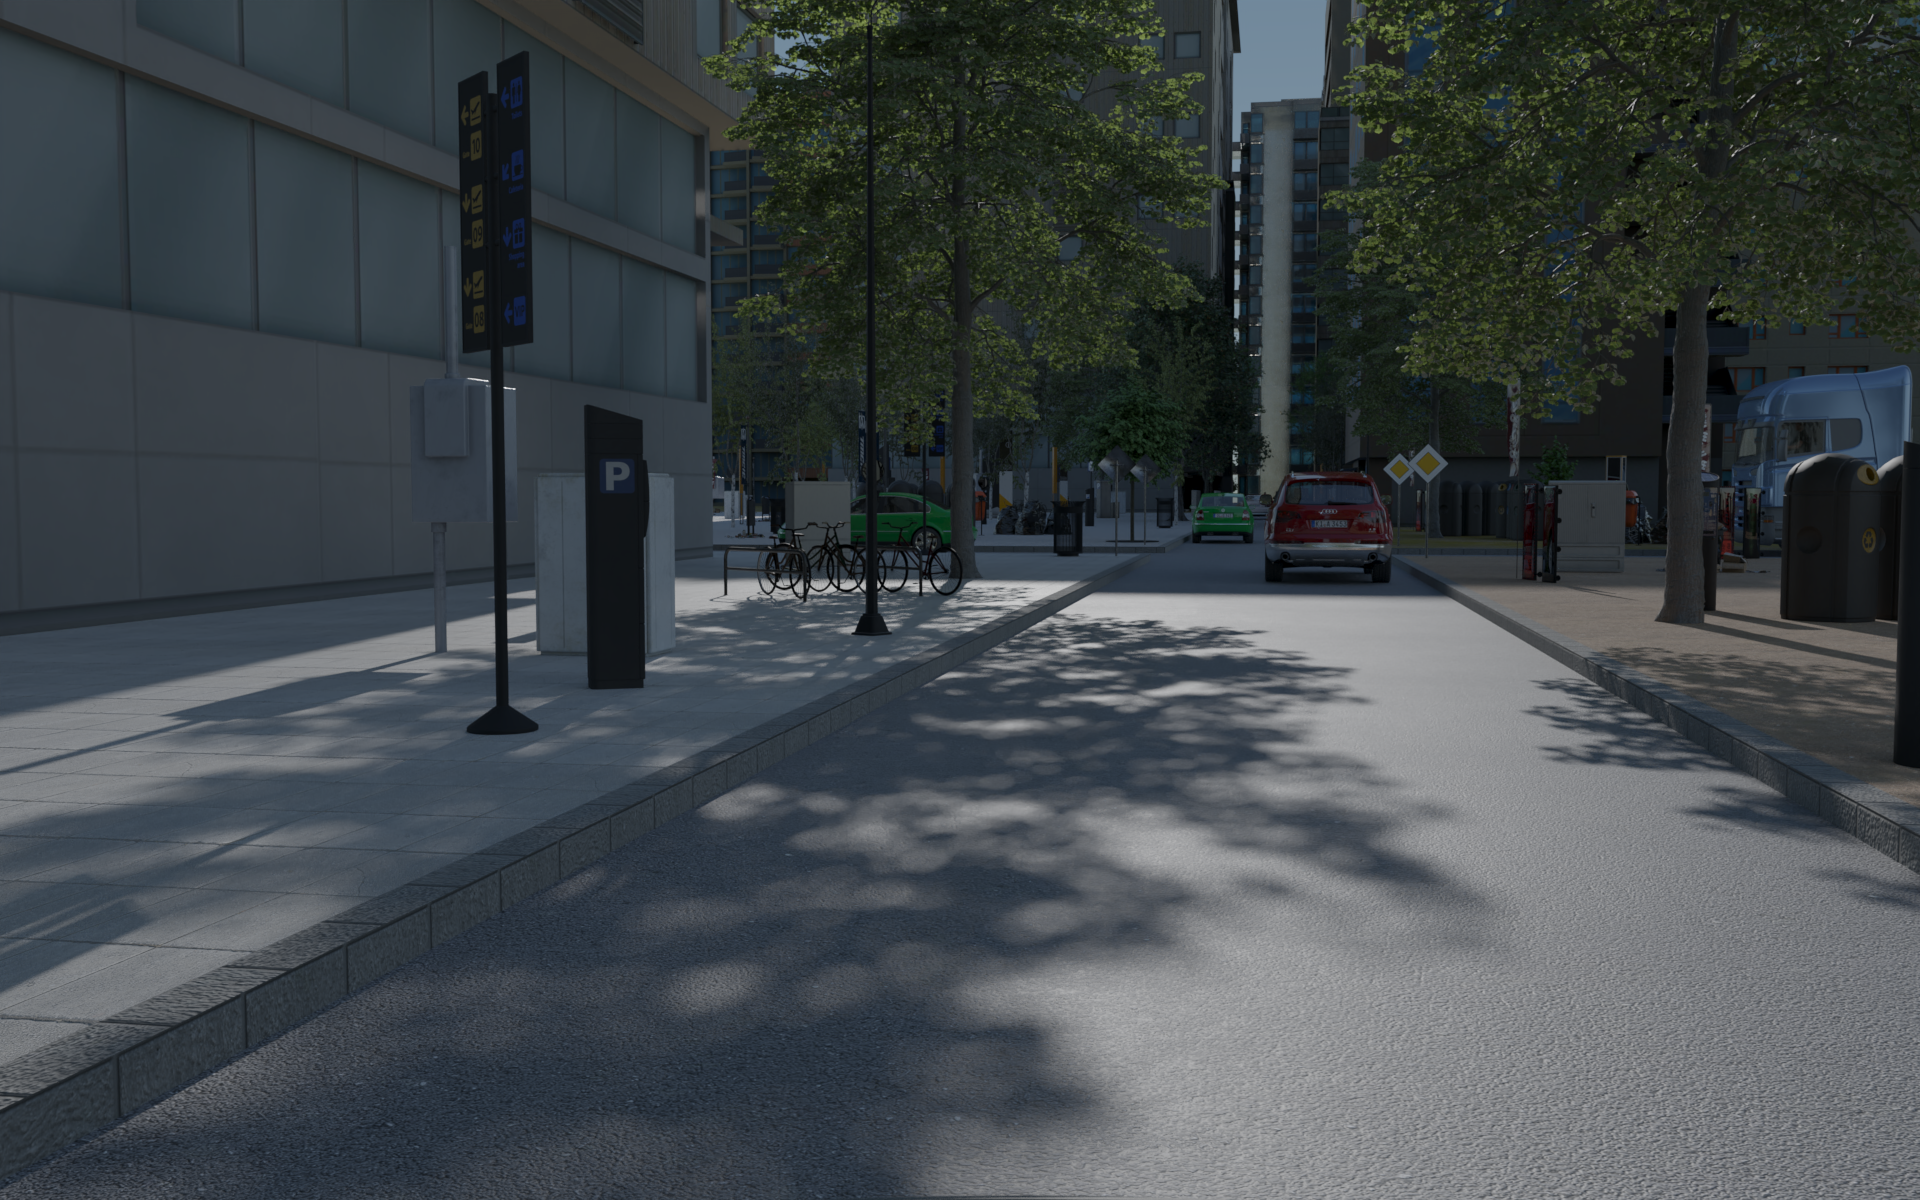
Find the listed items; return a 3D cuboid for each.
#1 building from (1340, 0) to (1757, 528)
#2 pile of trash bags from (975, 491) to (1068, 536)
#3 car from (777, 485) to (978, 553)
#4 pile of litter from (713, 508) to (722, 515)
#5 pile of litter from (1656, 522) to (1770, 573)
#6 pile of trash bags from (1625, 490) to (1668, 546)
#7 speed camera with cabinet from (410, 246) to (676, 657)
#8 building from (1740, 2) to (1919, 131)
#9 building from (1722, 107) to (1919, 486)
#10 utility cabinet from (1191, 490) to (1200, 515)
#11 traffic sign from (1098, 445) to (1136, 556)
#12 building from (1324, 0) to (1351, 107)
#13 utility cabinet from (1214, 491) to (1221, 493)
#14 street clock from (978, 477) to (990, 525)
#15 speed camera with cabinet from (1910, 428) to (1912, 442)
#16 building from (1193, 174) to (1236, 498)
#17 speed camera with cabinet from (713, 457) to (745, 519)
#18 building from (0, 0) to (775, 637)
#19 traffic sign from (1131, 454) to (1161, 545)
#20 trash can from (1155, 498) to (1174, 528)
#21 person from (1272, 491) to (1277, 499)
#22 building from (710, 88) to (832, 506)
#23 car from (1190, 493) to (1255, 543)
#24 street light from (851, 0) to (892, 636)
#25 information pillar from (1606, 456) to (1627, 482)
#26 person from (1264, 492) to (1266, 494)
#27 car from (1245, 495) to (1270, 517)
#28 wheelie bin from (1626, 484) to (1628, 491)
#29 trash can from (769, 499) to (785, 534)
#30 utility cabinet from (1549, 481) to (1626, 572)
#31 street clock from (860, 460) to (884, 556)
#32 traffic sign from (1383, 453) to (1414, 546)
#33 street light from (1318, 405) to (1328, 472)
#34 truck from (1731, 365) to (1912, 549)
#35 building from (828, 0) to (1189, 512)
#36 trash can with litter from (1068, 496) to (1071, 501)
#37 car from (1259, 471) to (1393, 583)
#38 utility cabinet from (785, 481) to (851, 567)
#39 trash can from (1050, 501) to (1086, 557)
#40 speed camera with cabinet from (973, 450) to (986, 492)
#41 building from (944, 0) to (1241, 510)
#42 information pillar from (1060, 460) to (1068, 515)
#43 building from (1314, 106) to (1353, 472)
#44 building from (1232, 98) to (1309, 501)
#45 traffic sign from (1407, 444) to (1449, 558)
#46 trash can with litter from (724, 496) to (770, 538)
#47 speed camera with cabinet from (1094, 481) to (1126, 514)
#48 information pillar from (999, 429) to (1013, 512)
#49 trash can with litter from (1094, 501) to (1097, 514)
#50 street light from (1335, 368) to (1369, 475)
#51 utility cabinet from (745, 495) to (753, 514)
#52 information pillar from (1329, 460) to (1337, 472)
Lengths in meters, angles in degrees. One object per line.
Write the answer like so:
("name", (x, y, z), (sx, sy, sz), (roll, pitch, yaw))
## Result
("building", (23.459, -25.757, 71.245), (14.600, 45.320, 14.200), (1, 4, 10))
("pile of trash bags", (1.732, -2.736, 54.485), (3.447, 1.369, 1.912), (-2, 4, -32))
("car", (-1.956, -1.957, 40.788), (4.718, 1.807, 1.959), (1, 4, 10))
("pile of litter", (-16.775, -6.364, 118.022), (1.176, 0.858, 1.719), (2, 4, 33))
("pile of litter", (12.423, -0.890, 28.512), (1.719, 0.858, 1.176), (2, 4, 30))
("pile of trash bags", (17.617, -2.122, 44.451), (1.912, 1.369, 3.447), (3, 4, 38))
("speed camera with cabinet", (-3.359, -1.200, 13.964), (2.038, 3.252, 0.660), (1, 4, 12))
("building", (82.613, -33.685, 170.356), (30.456, 49.044, 23.786), (1, 4, 10))
("building", (38.271, -15.549, 99.267), (27.650, 21.520, 28.899), (1, 4, 10))
("utility cabinet", (13.999, -5.750, 102.684), (0.318, 1.500, 1.173), (1, 4, 19))
("traffic sign", (3.226, -1.958, 35.657), (0.795, 2.450, 0.064), (1, 4, 10))
("building", (42.027, -32.040, 147.563), (21.300, 48.544, 21.600), (1, 4, 10))
("utility cabinet", (17.196, -6.543, 115.650), (0.318, 1.500, 1.173), (0, 4, 1))
("street clock", (1.005, -4.177, 72.869), (0.471, 2.002, 0.358), (2, 4, 33))
("speed camera with cabinet", (29.033, -3.508, 51.699), (0.660, 3.252, 2.038), (-1, 4, -17))
("building", (17.154, -23.390, 154.121), (14.160, 30.474, 14.107), (1, 4, 10))
("speed camera with cabinet", (-12.281, -5.922, 91.161), (2.038, 3.252, 0.660), (2, 4, 30))
("building", (-19.067, -26.656, 25.060), (27.495, 52.752, 28.713), (1, 4, 10))
("traffic sign", (4.653, -2.439, 43.514), (0.795, 2.450, 0.064), (1, 4, 10))
("trash can", (7.678, -3.259, 64.940), (0.748, 1.137, 0.748), (0, 3, 0))
("person", (32.038, -10.178, 175.645), (0.721, 1.736, 1.217), (-1, 4, -22))
("building", (-12.307, -32.669, 188.754), (28.867, 44.769, 22.147), (1, 4, 10))
("car", (7.847, -2.627, 51.746), (1.959, 1.807, 4.718), (1, 4, 8))
("street light", (-0.274, -2.630, 15.535), (1.470, 5.913, 1.316), (1, 4, 10))
("information pillar", (12.591, -1.761, 33.286), (0.304, 2.012, 0.304), (2, 4, 35))
("person", (29.875, -9.748, 169.348), (0.415, 1.643, 0.593), (-3, 5, -44))
("car", (16.918, -5.273, 98.578), (2.083, 1.381, 4.827), (1, 4, 12))
("wheelie bin", (19.507, -2.664, 51.459), (0.980, 1.594, 0.693), (3, 5, 43))
("trash can", (-5.783, -2.687, 55.582), (0.748, 1.137, 0.748), (0, 3, 0))
("utility cabinet", (10.263, -1.206, 28.390), (1.173, 1.500, 0.318), (1, 4, 15))
("street clock", (-1.814, -1.917, 35.918), (0.471, 2.002, 0.358), (-1, 4, -11))
("traffic sign", (10.745, -2.370, 42.391), (0.795, 2.450, 0.064), (1, 4, 10))
("street light", (19.190, -7.160, 89.611), (1.470, 5.913, 1.316), (1, 4, 10))
("truck", (25.591, -2.848, 36.318), (18.799, 4.110, 2.967), (1, 4, 9))
("building", (6.324, -33.269, 133.188), (28.713, 52.752, 27.495), (1, 4, 10))
("trash can with litter", (7.060, -6.601, 119.306), (1.055, 1.170, 0.624), (-2, 4, -33))
("car", (6.266, -1.284, 29.659), (2.281, 1.827, 5.304), (1, 4, 11))
("utility cabinet", (-2.501, -1.332, 30.460), (1.173, 1.500, 0.318), (-3, 4, -37))
("trash can", (2.228, -1.471, 35.708), (0.748, 1.137, 0.748), (0, 3, 0))
("speed camera with cabinet", (0.422, -5.106, 77.818), (0.660, 3.252, 2.038), (-2, 4, -31))
("building", (14.808, -36.139, 180.118), (27.495, 52.752, 28.713), (1, 4, 10))
("information pillar", (6.465, -7.111, 107.617), (0.504, 3.616, 0.183), (1, 4, 12))
("building", (34.132, -22.002, 131.432), (14.160, 30.474, 14.107), (1, 4, 10))
("building", (47.796, -36.008, 208.336), (30.456, 49.044, 23.786), (1, 4, 10))
("traffic sign", (9.317, -1.889, 34.534), (0.795, 2.450, 0.064), (1, 4, 10))
("trash can with litter", (-6.370, -2.441, 50.969), (1.678, 1.210, 2.233), (1, 4, 9))
("speed camera with cabinet", (9.827, -7.291, 113.549), (2.038, 3.252, 0.660), (-1, 4, -13))
("information pillar", (1.683, -4.375, 62.887), (0.504, 3.616, 0.183), (0, 4, 1))
("trash can with litter", (8.260, -5.702, 104.609), (1.055, 1.170, 0.624), (1, 4, 11))
("street light", (14.374, -5.556, 63.382), (1.470, 5.913, 1.316), (1, 4, 10))
("utility cabinet", (-13.698, -6.076, 110.506), (1.020, 1.237, 0.306), (3, 4, 36))
("information pillar", (24.628, -7.525, 114.383), (0.504, 3.616, 0.183), (1, 4, 21))
